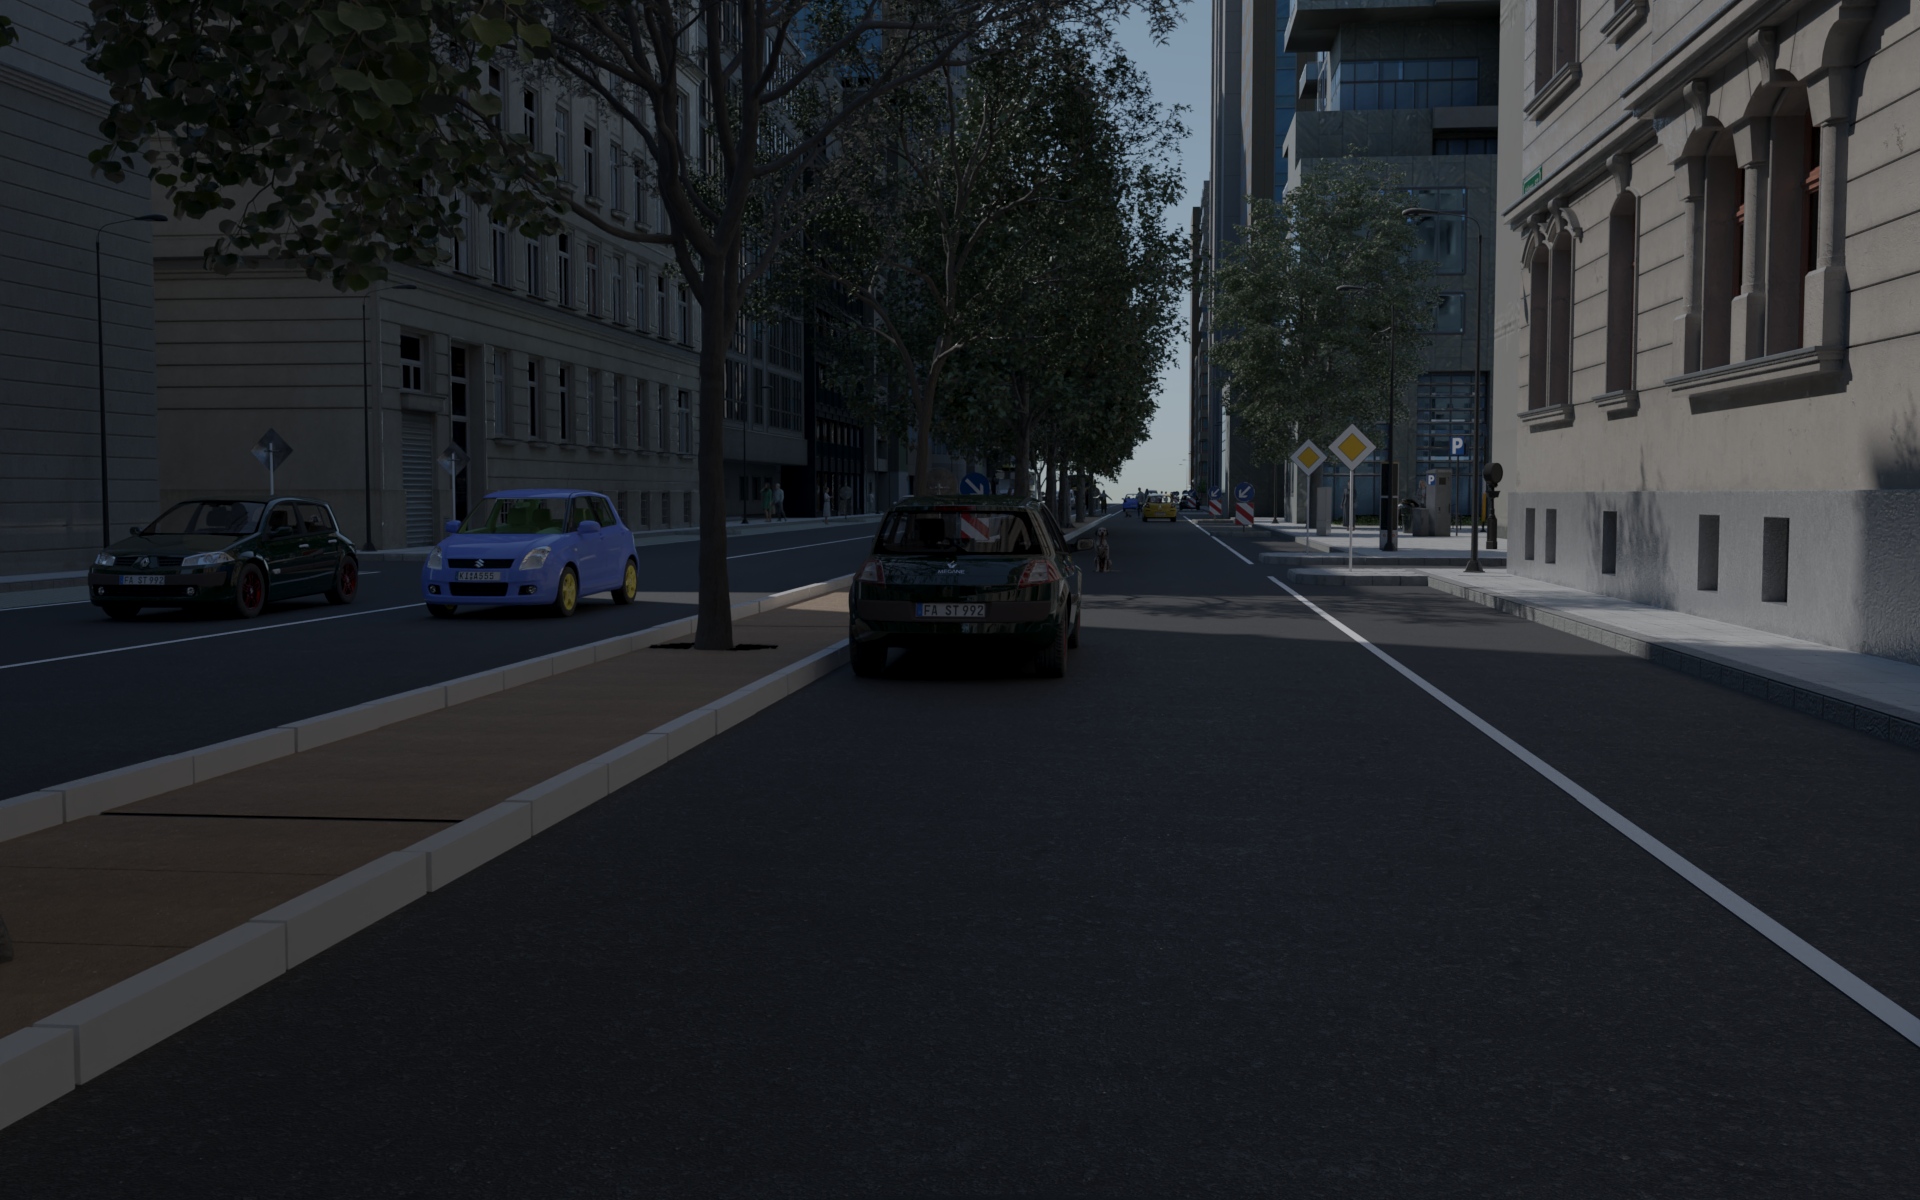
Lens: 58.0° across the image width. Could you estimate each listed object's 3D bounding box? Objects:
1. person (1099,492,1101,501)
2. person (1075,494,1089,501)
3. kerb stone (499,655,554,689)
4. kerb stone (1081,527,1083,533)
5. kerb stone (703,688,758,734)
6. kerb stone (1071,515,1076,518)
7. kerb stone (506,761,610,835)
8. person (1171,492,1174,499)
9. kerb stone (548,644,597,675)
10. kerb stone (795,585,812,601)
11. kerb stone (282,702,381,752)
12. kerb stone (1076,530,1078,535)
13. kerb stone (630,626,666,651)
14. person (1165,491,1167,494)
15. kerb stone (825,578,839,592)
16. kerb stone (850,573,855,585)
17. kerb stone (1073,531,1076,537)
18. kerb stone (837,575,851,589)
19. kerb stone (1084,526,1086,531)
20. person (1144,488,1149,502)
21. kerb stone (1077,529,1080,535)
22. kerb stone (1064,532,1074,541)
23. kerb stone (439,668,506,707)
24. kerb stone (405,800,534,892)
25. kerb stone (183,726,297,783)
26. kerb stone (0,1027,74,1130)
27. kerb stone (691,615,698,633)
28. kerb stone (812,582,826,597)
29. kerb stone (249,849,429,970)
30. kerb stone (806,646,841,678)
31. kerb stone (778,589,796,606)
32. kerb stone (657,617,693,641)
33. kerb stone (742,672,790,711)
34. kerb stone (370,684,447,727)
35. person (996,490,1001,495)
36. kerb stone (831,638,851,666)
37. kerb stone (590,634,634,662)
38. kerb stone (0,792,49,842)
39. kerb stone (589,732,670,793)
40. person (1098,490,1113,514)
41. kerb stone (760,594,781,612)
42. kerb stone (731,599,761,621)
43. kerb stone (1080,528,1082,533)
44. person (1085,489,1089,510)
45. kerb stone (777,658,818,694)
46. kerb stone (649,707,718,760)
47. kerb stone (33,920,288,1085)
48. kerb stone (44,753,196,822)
[{"bbox_3d":[21.443,-15.641,264.967,1.217,1.736,0.721,-1,4,-22],"label":"person"},{"bbox_3d":[9.822,-7.969,138.752,1.348,1.831,0.705,-2,4,-28],"label":"person"},{"bbox_3d":[-3.317,0.556,13.099,0.120,0.150,1.000,0,4,6],"label":"kerb stone"},{"bbox_3d":[4.262,-2.454,62.316,0.120,0.150,1.000,0,4,6],"label":"kerb stone"},{"bbox_3d":[-1.449,0.696,10.814,0.120,0.150,1.000,0,4,6],"label":"kerb stone"},{"bbox_3d":[7.031,-5.148,106.361,0.120,0.150,1.000,0,4,6],"label":"kerb stone"},{"bbox_3d":[-1.794,0.883,7.757,0.120,0.150,1.000,0,4,6],"label":"kerb stone"},{"bbox_3d":[29.424,-14.228,241.652,0.750,1.759,0.617,0,4,-7],"label":"person"},{"bbox_3d":[-3.201,0.494,14.115,0.120,0.150,1.000,0,4,6],"label":"kerb stone"},{"bbox_3d":[-2.186,-0.067,23.294,0.120,0.150,1.000,0,4,6],"label":"kerb stone"},{"bbox_3d":[-3.650,0.744,10.037,0.120,0.150,1.000,0,4,6],"label":"kerb stone"},{"bbox_3d":[3.805,-2.204,58.236,0.120,0.150,1.000,0,4,6],"label":"kerb stone"},{"bbox_3d":[-2.969,0.375,16.161,0.120,0.150,1.000,0,4,6],"label":"kerb stone"},{"bbox_3d":[22.427,-10.924,187.826,1.217,1.743,0.721,-3,5,-40],"label":"person"},{"bbox_3d":[-1.958,-0.182,25.333,0.120,0.150,1.000,0,4,6],"label":"kerb stone"},{"bbox_3d":[-1.728,-0.316,27.366,0.120,0.150,1.000,0,4,6],"label":"kerb stone"},{"bbox_3d":[3.590,-2.079,56.193,0.120,0.150,1.000,0,4,6],"label":"kerb stone"},{"bbox_3d":[-1.843,-0.252,26.351,0.120,0.150,1.000,0,4,6],"label":"kerb stone"},{"bbox_3d":[4.490,-2.577,64.352,0.120,0.150,1.000,0,4,6],"label":"kerb stone"},{"bbox_3d":[12.926,-6.795,119.586,1.348,1.826,0.705,-3,5,-42],"label":"person"},{"bbox_3d":[3.928,-2.267,59.261,0.120,0.150,1.000,0,4,6],"label":"kerb stone"},{"bbox_3d":[3.467,-2.015,55.176,0.120,0.150,1.000,0,4,6],"label":"kerb stone"},{"bbox_3d":[-3.430,0.619,12.082,0.120,0.150,1.000,0,4,6],"label":"kerb stone"},{"bbox_3d":[-1.905,0.950,6.734,0.120,0.150,1.000,0,4,6],"label":"kerb stone"},{"bbox_3d":[-3.770,0.812,9.023,0.120,0.150,1.000,0,4,6],"label":"kerb stone"},{"bbox_3d":[-2.247,1.135,3.679,0.120,0.150,1.000,0,4,6],"label":"kerb stone"},{"bbox_3d":[-2.748,0.244,18.210,0.120,0.150,1.000,0,4,6],"label":"kerb stone"},{"bbox_3d":[-2.068,-0.129,24.316,0.120,0.150,1.000,0,4,6],"label":"kerb stone"},{"bbox_3d":[-2.027,1.008,5.714,0.120,0.150,1.000,0,4,6],"label":"kerb stone"},{"bbox_3d":[-1.120,0.512,13.874,0.120,0.150,1.000,0,4,6],"label":"kerb stone"},{"bbox_3d":[-2.300,-0.005,22.276,0.120,0.150,1.000,0,4,6],"label":"kerb stone"},{"bbox_3d":[-2.863,0.306,17.185,0.120,0.150,1.000,0,4,6],"label":"kerb stone"},{"bbox_3d":[-1.344,0.634,11.831,0.120,0.150,1.000,0,4,6],"label":"kerb stone"},{"bbox_3d":[-3.550,0.681,11.057,0.120,0.150,1.000,0,4,6],"label":"kerb stone"},{"bbox_3d":[2.576,-6.797,120.354,0.721,1.736,1.217,2,4,25],"label":"person"},{"bbox_3d":[-1.003,0.447,14.893,0.120,0.150,1.000,0,4,6],"label":"kerb stone"},{"bbox_3d":[-3.083,0.431,15.145,0.120,0.150,1.000,0,4,6],"label":"kerb stone"},{"bbox_3d":[-3.991,0.934,6.989,0.120,0.150,1.000,0,4,6],"label":"kerb stone"},{"bbox_3d":[-1.681,0.823,8.773,0.120,0.150,1.000,0,4,6],"label":"kerb stone"},{"bbox_3d":[10.074,-6.843,121.109,1.217,1.736,0.721,0,4,-3],"label":"person"},{"bbox_3d":[-2.398,0.057,21.259,0.120,0.150,1.000,0,4,6],"label":"kerb stone"},{"bbox_3d":[-2.526,0.124,20.243,0.120,0.150,1.000,0,4,6],"label":"kerb stone"},{"bbox_3d":[4.153,-2.385,61.300,0.120,0.150,1.000,0,4,6],"label":"kerb stone"},{"bbox_3d":[11.128,-8.758,151.320,0.705,1.869,1.348,-2,4,-33],"label":"person"},{"bbox_3d":[-1.228,0.571,12.857,0.120,0.150,1.000,0,4,6],"label":"kerb stone"},{"bbox_3d":[-1.570,0.758,9.799,0.120,0.150,1.000,0,4,6],"label":"kerb stone"},{"bbox_3d":[-2.136,1.073,4.698,0.120,0.150,1.000,0,4,6],"label":"kerb stone"},{"bbox_3d":[-3.877,0.868,8.005,0.120,0.150,1.000,0,4,6],"label":"kerb stone"}]
